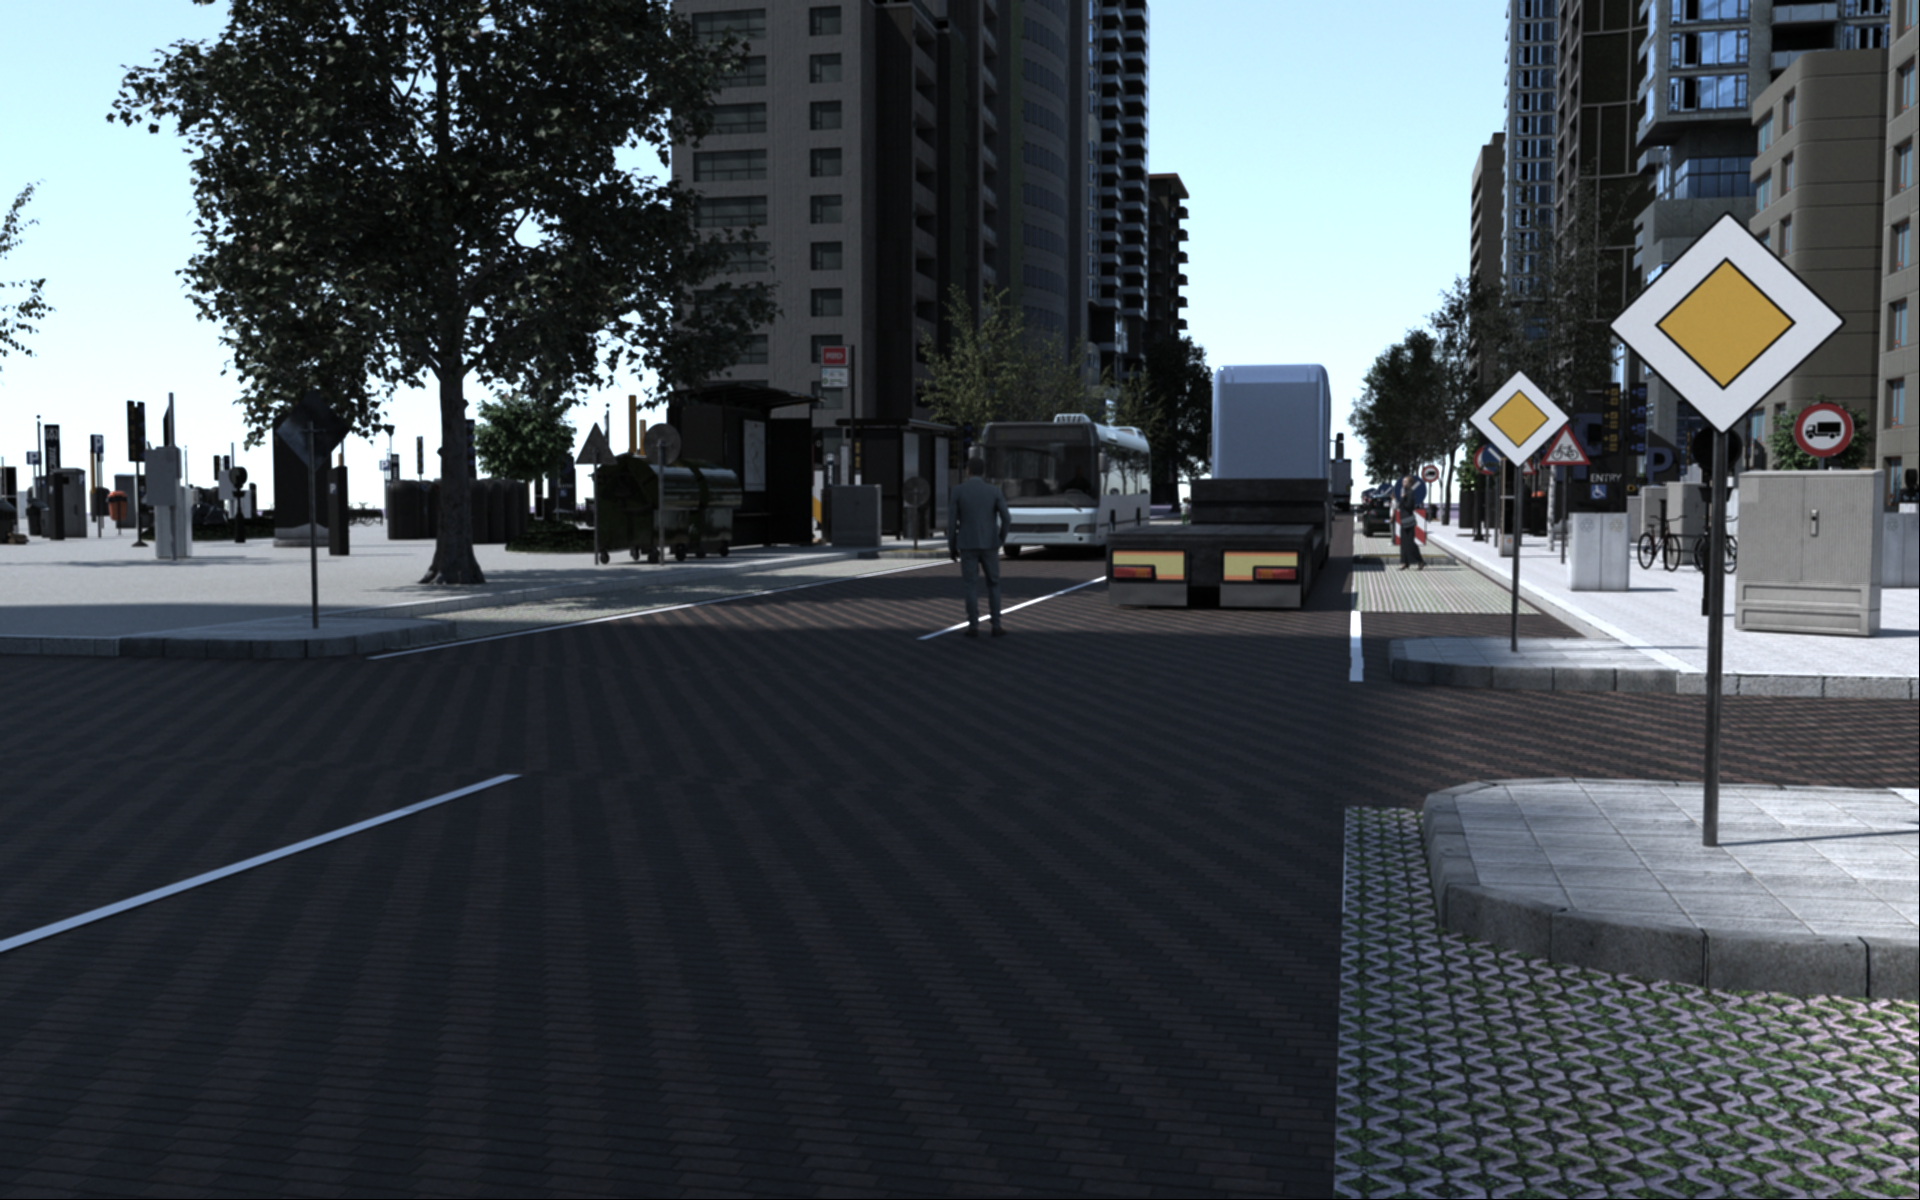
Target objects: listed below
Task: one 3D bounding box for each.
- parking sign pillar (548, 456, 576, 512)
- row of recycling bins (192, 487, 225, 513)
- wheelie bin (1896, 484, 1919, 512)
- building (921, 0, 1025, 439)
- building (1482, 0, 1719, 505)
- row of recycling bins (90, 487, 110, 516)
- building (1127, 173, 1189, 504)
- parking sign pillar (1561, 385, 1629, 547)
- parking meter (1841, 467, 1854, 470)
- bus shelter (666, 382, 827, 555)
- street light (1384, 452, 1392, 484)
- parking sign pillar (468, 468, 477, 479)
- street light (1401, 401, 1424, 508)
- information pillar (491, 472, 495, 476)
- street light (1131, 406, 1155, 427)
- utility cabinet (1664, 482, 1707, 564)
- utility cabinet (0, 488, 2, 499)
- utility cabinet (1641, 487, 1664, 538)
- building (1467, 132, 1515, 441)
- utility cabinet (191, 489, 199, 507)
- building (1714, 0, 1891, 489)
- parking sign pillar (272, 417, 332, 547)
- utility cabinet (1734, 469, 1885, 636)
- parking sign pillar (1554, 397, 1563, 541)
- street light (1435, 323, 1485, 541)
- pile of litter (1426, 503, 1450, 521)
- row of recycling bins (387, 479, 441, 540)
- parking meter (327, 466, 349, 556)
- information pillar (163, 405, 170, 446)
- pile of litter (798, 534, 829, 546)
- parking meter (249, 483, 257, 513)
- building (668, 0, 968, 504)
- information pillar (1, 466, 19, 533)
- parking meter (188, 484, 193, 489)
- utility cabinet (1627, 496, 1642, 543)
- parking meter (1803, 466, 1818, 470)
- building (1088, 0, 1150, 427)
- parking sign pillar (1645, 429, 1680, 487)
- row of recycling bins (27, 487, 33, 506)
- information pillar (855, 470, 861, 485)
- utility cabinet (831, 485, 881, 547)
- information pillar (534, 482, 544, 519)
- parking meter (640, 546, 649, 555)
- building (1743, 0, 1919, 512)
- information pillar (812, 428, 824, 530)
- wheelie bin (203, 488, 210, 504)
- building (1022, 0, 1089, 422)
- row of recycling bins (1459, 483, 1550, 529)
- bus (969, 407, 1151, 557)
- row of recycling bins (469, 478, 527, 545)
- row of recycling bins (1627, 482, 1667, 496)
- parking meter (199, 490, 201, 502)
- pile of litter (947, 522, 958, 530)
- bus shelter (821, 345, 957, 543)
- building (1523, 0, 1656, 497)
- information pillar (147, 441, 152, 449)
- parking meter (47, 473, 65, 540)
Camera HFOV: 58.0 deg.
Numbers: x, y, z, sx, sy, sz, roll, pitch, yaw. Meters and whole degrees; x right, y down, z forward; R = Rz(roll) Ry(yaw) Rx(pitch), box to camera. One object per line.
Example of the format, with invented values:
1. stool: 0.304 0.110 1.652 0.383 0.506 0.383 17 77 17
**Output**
1. parking sign pillar: -19.485 -5.889 84.764 1.447 3.967 1.447 -2 4 -27
2. row of recycling bins: -42.066 -5.352 94.625 3.534 1.692 1.069 -1 4 -15
3. wheelie bin: 27.821 -2.613 50.629 0.693 1.594 0.980 0 4 3
4. building: -3.886 -26.413 115.444 14.154 41.232 14.086 1 4 13
5. building: 71.789 -54.248 199.621 22.319 86.520 31.000 1 4 13
6. row of recycling bins: -50.981 -5.844 102.656 1.069 1.692 3.534 -1 4 -22
7. building: 18.839 -35.342 232.459 22.147 44.769 28.867 1 4 13
8. parking sign pillar: 15.415 -3.260 41.771 1.447 3.967 1.447 1 4 22
9. parking meter: 19.089 -1.944 37.490 0.399 1.863 0.255 0 4 6
10. bus shelter: -4.773 -2.958 39.644 1.731 3.624 6.357 1 4 13
11. street light: 30.817 -9.169 122.448 1.470 5.913 1.316 1 4 13
12. parking sign pillar: -25.074 -6.052 87.419 1.447 3.967 1.447 0 4 -7
13. street light: 22.476 -6.947 86.126 1.470 5.913 1.316 1 4 13
14. information pillar: -25.777 -6.415 96.237 0.504 3.616 0.183 -1 4 -20
15. street light: 9.637 -7.302 91.934 1.470 5.913 1.316 1 4 13
16. utility cabinet: 13.241 -1.399 31.551 0.318 1.500 1.173 3 5 42
17. utility cabinet: -34.887 -3.307 62.750 0.318 1.500 1.173 3 5 43
18. utility cabinet: 20.474 -2.552 50.397 1.173 1.500 0.318 0 4 5
19. building: 78.259 -36.862 226.401 21.300 48.544 21.600 1 4 13
20. utility cabinet: -36.776 -4.516 82.522 1.173 1.500 0.318 2 4 28
21. building: 51.496 -48.632 107.809 22.319 86.520 31.000 1 4 13
22. parking sign pillar: -16.005 -3.285 42.179 1.447 3.967 1.447 -1 4 -10
23. utility cabinet: 7.767 -0.440 15.869 0.318 1.500 1.173 -3 5 -44
24. parking sign pillar: 17.076 -3.633 47.874 1.447 3.967 1.447 2 4 30
25. street light: 13.617 -4.563 47.140 1.470 5.913 1.316 1 4 13
26. pile of litter: 22.692 -4.176 82.237 1.719 0.858 1.176 -2 4 -31
27. row of recycling bins: -15.634 -2.632 50.138 1.069 1.692 3.534 0 4 5
28. parking meter: -12.987 -1.863 36.165 0.399 1.863 0.255 2 4 33
29. information pillar: -20.500 -3.276 44.910 0.183 3.616 0.504 0 4 -6
30. pile of litter: -3.912 -1.830 43.889 1.176 0.858 1.719 0 4 5
31. parking meter: -36.522 -5.124 89.480 0.255 1.863 0.399 -3 5 -42
32. building: -7.885 -20.180 101.644 14.160 30.474 14.107 1 4 13
33. information pillar: -25.298 -2.545 46.105 0.304 2.012 0.304 3 5 43
34. parking meter: -44.998 -5.851 101.370 0.255 1.863 0.399 -2 4 -25
35. utility cabinet: 17.440 -2.116 45.766 1.020 1.237 0.306 1 4 12
36. parking meter: 17.750 -1.853 36.013 0.399 1.863 0.255 0 4 7
37. building: 11.386 -54.389 201.936 22.319 86.520 31.000 1 4 13
38. parking sign pillar: 29.027 -5.084 71.596 1.447 3.967 1.447 3 5 42
39. row of recycling bins: -42.617 -4.520 81.008 1.069 1.692 3.534 0 4 -6
40. information pillar: -4.311 -5.048 73.884 0.504 3.616 0.183 1 4 11
41. utility cabinet: -2.502 -2.021 41.729 1.173 1.500 0.318 1 4 15
42. information pillar: -14.994 -3.497 61.675 0.304 2.012 0.304 -1 4 -16
43. parking meter: -6.655 -1.897 36.734 0.255 1.863 0.399 -1 4 -9
44. building: 45.184 -13.125 59.635 27.650 21.520 28.899 1 4 13
45. information pillar: -5.061 -4.283 61.375 0.504 3.616 0.183 1 4 10
46. wheelie bin: -42.552 -5.494 97.738 0.693 1.594 0.980 1 4 12
47. building: -2.353 -36.370 136.656 21.231 58.520 28.212 1 4 13
48. row of recycling bins: 20.360 -3.497 64.288 3.534 1.692 1.069 1 4 17
49. bus: 2.794 -2.914 42.503 2.948 3.499 13.247 1 4 11
50. row of recycling bins: -12.315 -2.357 45.642 1.069 1.692 3.534 0 4 7
51. row of recycling bins: 23.360 -3.057 57.095 3.534 1.692 1.069 2 4 26
52. parking meter: -38.347 -4.813 87.101 0.372 1.533 0.369 0 3 0
53. pile of litter: -0.748 -2.949 62.184 1.719 0.858 1.176 -1 4 -9
54. bus shelter: -2.109 -4.377 49.200 2.179 5.291 8.768 1 4 13
55. building: 55.944 -42.575 134.345 20.563 71.187 20.611 1 4 13
56. information pillar: -35.527 -5.178 76.012 0.183 3.616 0.504 -3 5 -40
57. parking meter: -25.140 -2.597 48.169 0.399 1.863 0.255 3 4 36
